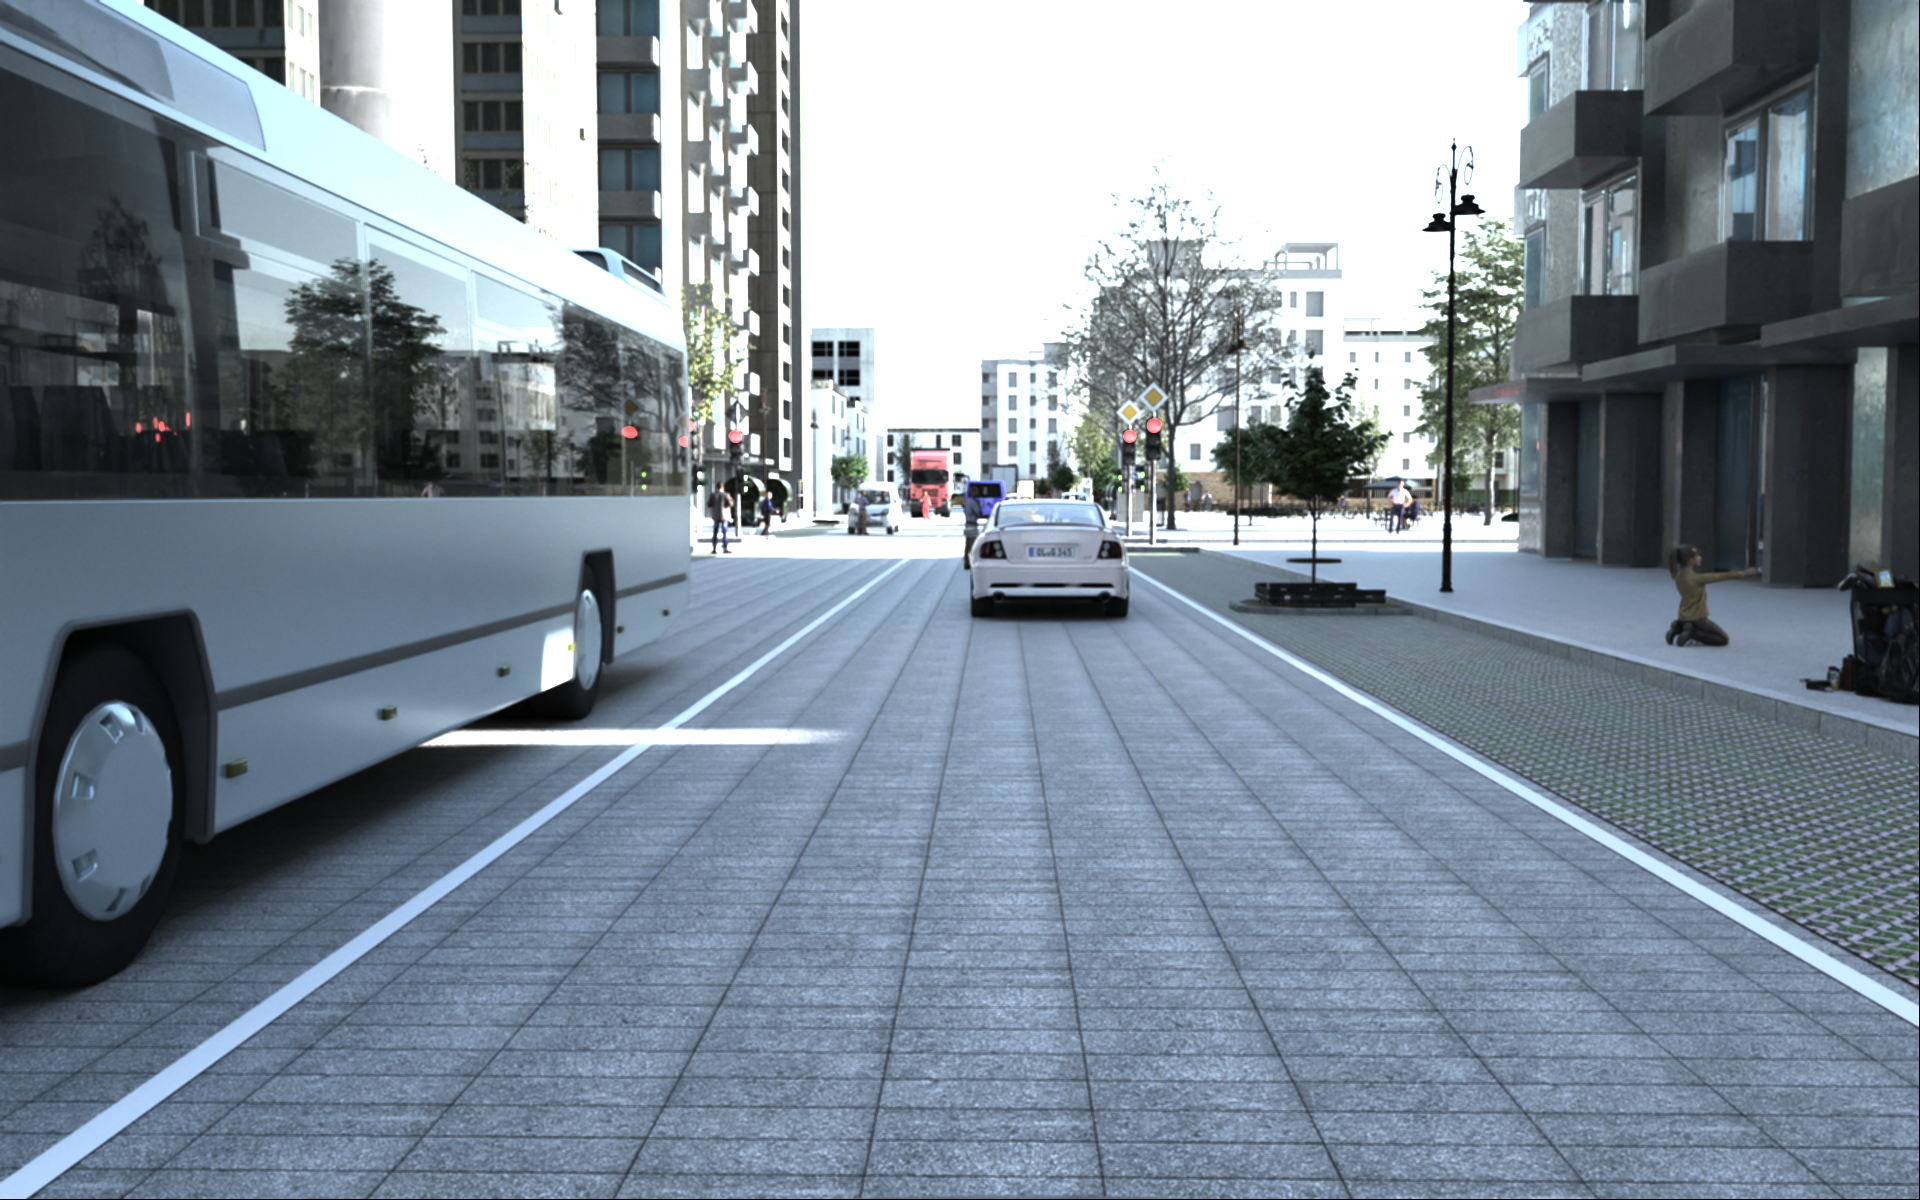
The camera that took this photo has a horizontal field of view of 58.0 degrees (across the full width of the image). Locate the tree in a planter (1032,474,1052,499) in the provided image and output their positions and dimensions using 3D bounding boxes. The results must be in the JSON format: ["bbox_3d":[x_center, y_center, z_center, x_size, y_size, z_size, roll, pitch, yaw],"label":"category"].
[{"bbox_3d":[7.288,-9.536,153.140,1.991,3.239,1.994,0,4,1],"label":"tree in a planter"}]

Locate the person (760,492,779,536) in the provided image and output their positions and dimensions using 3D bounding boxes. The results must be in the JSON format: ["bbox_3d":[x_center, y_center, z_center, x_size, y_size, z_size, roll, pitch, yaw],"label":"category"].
[{"bbox_3d":[-6.069,-2.693,55.225,0.600,1.496,0.574,0,4,-3],"label":"person"}]

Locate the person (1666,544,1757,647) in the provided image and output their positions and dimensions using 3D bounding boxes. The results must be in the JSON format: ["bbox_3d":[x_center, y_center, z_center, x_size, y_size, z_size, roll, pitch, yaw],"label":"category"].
[{"bbox_3d":[6.330,-0.042,14.656,0.695,0.859,0.347,0,4,-6],"label":"person"}]

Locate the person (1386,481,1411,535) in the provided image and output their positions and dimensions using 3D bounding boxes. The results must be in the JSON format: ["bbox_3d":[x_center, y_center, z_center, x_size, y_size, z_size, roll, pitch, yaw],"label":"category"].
[{"bbox_3d":[13.878,-2.927,54.843,0.756,1.711,0.436,1,4,21],"label":"person"}]

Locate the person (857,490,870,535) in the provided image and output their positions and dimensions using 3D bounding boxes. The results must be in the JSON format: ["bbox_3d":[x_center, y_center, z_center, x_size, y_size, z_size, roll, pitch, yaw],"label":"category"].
[{"bbox_3d":[-3.402,-3.069,60.736,0.319,1.574,0.516,-3,5,-43],"label":"person"}]

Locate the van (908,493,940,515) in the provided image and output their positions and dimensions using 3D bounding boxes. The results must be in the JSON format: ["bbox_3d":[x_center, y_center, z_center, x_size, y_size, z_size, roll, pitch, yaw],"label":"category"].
[{"bbox_3d":[-2.337,-6.979,118.495,2.240,2.365,5.245,0,4,2],"label":"van"}]

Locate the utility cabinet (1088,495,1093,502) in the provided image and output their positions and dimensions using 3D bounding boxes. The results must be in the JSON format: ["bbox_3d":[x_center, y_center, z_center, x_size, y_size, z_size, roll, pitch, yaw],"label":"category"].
[{"bbox_3d":[8.834,-6.535,118.007,0.306,1.237,1.020,1,4,11],"label":"utility cabinet"}]

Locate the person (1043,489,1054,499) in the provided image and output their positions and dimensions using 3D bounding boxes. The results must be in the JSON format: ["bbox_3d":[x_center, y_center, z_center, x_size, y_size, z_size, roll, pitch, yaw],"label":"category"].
[{"bbox_3d":[3.570,-3.634,69.373,0.517,1.644,0.566,3,4,38],"label":"person"}]

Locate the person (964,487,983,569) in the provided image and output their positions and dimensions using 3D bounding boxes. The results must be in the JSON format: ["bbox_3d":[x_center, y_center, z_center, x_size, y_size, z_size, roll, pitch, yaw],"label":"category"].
[{"bbox_3d":[0.252,-1.360,32.799,0.319,1.574,0.516,-1,4,-17],"label":"person"}]

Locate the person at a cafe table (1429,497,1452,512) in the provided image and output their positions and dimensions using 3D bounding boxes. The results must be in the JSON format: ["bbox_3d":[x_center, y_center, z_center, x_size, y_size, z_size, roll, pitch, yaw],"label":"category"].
[{"bbox_3d":[34.652,-6.953,124.547,1.726,1.238,1.698,-2,4,-33],"label":"person at a cafe table"}]

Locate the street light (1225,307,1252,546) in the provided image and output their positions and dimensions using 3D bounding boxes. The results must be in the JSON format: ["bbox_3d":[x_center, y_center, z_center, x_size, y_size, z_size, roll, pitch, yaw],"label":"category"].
[{"bbox_3d":[6.879,-4.290,42.934,0.468,5.910,1.993,0,4,1],"label":"street light"}]

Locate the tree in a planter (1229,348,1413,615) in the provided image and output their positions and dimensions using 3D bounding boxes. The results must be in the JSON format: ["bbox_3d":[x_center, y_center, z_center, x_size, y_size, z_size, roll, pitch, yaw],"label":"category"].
[{"bbox_3d":[4.356,-1.468,21.219,1.991,3.239,1.994,0,4,1],"label":"tree in a planter"}]

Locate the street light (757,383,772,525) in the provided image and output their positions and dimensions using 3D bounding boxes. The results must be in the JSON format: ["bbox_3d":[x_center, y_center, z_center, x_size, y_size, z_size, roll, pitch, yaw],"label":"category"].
[{"bbox_3d":[-8.129,-6.074,72.099,0.468,5.910,1.993,0,4,1],"label":"street light"}]

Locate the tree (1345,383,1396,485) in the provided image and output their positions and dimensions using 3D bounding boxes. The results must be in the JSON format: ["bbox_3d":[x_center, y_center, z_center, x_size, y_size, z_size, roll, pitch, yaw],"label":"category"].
[{"bbox_3d":[26.760,-9.980,113.540,4.737,8.622,4.395,0,3,0],"label":"tree"}]

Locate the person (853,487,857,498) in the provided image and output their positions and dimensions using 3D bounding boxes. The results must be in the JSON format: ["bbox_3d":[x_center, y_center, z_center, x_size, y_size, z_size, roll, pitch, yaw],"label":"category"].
[{"bbox_3d":[-5.776,-5.447,97.713,0.789,1.805,0.875,3,4,38],"label":"person"}]

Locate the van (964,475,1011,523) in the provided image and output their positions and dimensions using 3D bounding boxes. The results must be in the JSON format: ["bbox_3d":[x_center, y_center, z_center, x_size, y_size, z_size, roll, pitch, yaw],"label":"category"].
[{"bbox_3d":[1.246,-4.728,81.694,2.240,2.365,5.245,0,4,3],"label":"van"}]

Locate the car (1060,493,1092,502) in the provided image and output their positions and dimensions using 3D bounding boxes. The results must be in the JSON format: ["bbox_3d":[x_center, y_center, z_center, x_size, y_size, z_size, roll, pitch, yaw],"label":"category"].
[{"bbox_3d":[5.595,-4.654,85.689,1.945,1.707,3.694,0,4,-1],"label":"car"}]

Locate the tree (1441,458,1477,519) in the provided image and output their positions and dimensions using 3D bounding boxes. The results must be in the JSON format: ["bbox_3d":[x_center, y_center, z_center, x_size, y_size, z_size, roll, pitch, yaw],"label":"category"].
[{"bbox_3d":[25.496,-5.722,88.148,1.663,3.219,1.824,0,3,0],"label":"tree"}]

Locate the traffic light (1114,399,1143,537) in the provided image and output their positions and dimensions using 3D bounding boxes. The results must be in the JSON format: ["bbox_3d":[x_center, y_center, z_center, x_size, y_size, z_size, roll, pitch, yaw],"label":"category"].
[{"bbox_3d":[4.986,-3.817,51.327,0.839,4.253,0.868,0,4,1],"label":"traffic light"}]

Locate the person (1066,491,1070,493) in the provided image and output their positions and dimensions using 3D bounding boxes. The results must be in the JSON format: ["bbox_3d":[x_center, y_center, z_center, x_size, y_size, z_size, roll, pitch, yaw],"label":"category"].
[{"bbox_3d":[11.489,-10.958,185.281,1.350,1.814,0.705,-2,4,-25],"label":"person"}]

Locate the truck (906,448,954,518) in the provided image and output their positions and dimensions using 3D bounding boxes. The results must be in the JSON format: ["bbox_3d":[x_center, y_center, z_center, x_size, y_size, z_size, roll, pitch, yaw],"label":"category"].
[{"bbox_3d":[-1.742,-7.225,107.041,2.839,4.237,11.283,0,3,0],"label":"truck"}]

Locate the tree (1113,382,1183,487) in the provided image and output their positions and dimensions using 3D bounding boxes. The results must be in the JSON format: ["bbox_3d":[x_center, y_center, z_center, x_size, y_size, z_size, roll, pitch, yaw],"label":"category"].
[{"bbox_3d":[11.845,-9.575,106.907,4.737,8.622,4.395,0,3,0],"label":"tree"}]

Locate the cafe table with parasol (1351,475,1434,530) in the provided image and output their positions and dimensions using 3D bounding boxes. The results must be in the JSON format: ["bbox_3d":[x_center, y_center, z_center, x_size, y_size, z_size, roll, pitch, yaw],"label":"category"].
[{"bbox_3d":[15.736,-3.522,62.445,2.610,1.966,2.610,0,4,3],"label":"cafe table with parasol"}]

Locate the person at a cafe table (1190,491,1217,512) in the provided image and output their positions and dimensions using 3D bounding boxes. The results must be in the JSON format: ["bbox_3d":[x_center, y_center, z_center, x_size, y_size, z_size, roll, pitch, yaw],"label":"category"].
[{"bbox_3d":[17.278,-6.940,121.977,1.698,1.524,1.622,-1,4,-12],"label":"person at a cafe table"}]

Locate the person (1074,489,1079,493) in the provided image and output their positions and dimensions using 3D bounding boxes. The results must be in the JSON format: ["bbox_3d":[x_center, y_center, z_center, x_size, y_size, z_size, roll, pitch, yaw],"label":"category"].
[{"bbox_3d":[10.060,-8.815,150.248,0.705,1.814,1.350,3,5,40],"label":"person"}]

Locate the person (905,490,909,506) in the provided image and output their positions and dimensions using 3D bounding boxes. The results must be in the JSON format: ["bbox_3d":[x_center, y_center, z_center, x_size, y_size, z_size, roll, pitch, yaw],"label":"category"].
[{"bbox_3d":[-5.841,-11.294,191.483,0.721,1.735,1.217,1,4,22],"label":"person"}]

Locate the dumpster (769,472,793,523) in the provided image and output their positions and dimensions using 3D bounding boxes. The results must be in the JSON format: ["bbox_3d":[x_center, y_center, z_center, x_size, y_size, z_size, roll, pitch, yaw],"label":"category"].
[{"bbox_3d":[-8.228,-4.515,76.306,1.502,2.255,1.985,0,4,1],"label":"dumpster"}]

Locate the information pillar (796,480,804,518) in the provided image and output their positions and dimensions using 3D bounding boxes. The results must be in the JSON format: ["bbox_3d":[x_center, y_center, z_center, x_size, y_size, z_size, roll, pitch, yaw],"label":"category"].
[{"bbox_3d":[-8.429,-5.320,91.473,0.304,2.012,0.304,-3,4,-38],"label":"information pillar"}]

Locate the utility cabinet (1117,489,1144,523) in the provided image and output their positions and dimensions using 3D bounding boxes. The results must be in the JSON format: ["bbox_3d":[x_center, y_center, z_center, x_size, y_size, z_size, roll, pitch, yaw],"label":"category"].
[{"bbox_3d":[7.476,-4.113,75.931,1.173,1.500,0.318,0,4,1],"label":"utility cabinet"}]

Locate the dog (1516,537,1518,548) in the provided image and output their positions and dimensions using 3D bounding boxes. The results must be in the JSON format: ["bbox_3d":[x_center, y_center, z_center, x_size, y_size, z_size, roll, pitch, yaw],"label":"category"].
[{"bbox_3d":[13.418,-1.427,41.068,0.748,0.427,0.550,-2,4,-27],"label":"dog"}]

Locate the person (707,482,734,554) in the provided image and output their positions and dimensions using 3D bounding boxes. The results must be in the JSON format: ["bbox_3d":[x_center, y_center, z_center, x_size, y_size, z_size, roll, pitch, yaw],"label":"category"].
[{"bbox_3d":[-5.725,-1.964,41.440,0.655,1.722,0.431,0,4,7],"label":"person"}]

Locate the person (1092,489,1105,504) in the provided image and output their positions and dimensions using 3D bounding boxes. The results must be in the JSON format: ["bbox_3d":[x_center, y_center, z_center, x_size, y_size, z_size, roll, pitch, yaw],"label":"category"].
[{"bbox_3d":[10.395,-7.685,131.650,1.348,1.831,0.705,0,4,-6],"label":"person"}]

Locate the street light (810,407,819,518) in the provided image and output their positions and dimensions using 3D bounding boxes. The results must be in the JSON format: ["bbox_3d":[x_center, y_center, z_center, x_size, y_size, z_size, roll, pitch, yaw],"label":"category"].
[{"bbox_3d":[-7.755,-7.312,92.342,0.468,5.910,1.993,0,4,1],"label":"street light"}]

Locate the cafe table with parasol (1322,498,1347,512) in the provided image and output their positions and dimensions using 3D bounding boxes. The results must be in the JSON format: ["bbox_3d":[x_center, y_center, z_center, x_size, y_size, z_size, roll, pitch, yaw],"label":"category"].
[{"bbox_3d":[26.786,-7.282,123.920,2.610,1.966,2.610,3,5,41],"label":"cafe table with parasol"}]

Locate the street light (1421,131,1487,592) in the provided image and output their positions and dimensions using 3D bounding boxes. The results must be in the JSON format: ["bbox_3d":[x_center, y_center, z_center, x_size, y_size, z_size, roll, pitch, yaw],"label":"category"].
[{"bbox_3d":[6.387,-3.045,22.566,0.468,5.910,1.993,0,4,1],"label":"street light"}]

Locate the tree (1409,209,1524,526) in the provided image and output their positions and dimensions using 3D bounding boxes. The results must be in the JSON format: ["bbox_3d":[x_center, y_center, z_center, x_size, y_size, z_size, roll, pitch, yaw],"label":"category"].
[{"bbox_3d":[21.737,-9.262,69.560,7.486,12.596,7.792,0,3,0],"label":"tree"}]

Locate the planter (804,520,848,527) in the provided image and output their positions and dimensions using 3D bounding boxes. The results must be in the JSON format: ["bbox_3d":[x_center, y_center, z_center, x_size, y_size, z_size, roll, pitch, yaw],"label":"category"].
[{"bbox_3d":[-5.786,-3.376,76.336,1.991,0.319,1.994,0,4,1],"label":"planter"}]

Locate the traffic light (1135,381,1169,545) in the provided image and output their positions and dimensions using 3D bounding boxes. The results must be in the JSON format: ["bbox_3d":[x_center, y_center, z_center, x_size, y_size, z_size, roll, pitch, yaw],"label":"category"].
[{"bbox_3d":[4.808,-3.329,43.344,0.839,4.253,0.868,0,4,1],"label":"traffic light"}]

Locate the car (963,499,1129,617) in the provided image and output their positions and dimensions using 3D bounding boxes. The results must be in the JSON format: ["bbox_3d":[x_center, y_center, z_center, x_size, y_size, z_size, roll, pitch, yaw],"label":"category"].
[{"bbox_3d":[1.068,-0.565,21.595,2.083,1.381,4.827,0,4,1],"label":"car"}]

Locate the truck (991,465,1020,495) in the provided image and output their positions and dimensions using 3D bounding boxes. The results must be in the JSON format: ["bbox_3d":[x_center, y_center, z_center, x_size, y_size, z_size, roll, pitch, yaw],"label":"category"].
[{"bbox_3d":[4.464,-11.115,170.647,2.839,4.237,11.283,0,4,3],"label":"truck"}]

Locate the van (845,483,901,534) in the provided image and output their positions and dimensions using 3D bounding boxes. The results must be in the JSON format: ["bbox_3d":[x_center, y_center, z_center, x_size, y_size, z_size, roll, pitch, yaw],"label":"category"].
[{"bbox_3d":[-3.116,-3.443,63.303,2.013,2.044,4.112,0,4,3],"label":"van"}]

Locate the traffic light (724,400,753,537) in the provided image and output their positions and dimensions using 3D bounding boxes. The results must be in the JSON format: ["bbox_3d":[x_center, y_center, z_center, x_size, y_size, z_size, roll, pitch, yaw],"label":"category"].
[{"bbox_3d":[-6.613,-3.832,51.569,0.839,4.253,0.868,0,4,1],"label":"traffic light"}]

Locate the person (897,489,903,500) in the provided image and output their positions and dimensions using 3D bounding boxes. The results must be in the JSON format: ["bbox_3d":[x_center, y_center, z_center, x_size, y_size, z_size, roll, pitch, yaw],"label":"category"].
[{"bbox_3d":[-6.912,-11.588,195.513,0.705,1.823,1.348,2,4,34],"label":"person"}]

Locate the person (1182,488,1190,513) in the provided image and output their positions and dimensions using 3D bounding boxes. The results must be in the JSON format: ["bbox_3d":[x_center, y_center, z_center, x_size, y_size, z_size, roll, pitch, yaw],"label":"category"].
[{"bbox_3d":[15.641,-6.941,119.969,0.568,1.767,0.683,1,4,12],"label":"person"}]

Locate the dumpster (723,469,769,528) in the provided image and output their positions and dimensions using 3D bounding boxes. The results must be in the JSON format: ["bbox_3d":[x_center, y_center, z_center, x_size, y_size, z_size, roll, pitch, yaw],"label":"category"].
[{"bbox_3d":[-8.348,-3.934,66.822,1.502,2.255,1.985,0,4,1],"label":"dumpster"}]

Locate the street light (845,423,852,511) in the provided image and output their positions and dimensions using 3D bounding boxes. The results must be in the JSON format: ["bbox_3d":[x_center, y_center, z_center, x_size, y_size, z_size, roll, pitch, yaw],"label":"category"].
[{"bbox_3d":[-7.253,-8.550,112.583,0.468,5.910,1.993,0,4,1],"label":"street light"}]

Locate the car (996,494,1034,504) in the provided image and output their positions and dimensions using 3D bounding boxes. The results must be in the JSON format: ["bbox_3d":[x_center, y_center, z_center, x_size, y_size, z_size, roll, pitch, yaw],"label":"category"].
[{"bbox_3d":[2.584,-4.065,76.680,2.015,1.641,3.980,0,4,1],"label":"car"}]

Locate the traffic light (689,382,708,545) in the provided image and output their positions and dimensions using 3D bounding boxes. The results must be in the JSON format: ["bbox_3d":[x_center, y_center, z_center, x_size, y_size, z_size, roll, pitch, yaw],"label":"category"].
[{"bbox_3d":[-6.791,-3.343,43.586,0.839,4.253,0.868,0,4,1],"label":"traffic light"}]

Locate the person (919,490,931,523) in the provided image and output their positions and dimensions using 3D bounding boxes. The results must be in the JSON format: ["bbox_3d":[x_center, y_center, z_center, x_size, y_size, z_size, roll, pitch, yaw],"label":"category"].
[{"bbox_3d":[-1.731,-4.618,85.714,0.593,1.614,0.444,0,4,-5],"label":"person"}]
